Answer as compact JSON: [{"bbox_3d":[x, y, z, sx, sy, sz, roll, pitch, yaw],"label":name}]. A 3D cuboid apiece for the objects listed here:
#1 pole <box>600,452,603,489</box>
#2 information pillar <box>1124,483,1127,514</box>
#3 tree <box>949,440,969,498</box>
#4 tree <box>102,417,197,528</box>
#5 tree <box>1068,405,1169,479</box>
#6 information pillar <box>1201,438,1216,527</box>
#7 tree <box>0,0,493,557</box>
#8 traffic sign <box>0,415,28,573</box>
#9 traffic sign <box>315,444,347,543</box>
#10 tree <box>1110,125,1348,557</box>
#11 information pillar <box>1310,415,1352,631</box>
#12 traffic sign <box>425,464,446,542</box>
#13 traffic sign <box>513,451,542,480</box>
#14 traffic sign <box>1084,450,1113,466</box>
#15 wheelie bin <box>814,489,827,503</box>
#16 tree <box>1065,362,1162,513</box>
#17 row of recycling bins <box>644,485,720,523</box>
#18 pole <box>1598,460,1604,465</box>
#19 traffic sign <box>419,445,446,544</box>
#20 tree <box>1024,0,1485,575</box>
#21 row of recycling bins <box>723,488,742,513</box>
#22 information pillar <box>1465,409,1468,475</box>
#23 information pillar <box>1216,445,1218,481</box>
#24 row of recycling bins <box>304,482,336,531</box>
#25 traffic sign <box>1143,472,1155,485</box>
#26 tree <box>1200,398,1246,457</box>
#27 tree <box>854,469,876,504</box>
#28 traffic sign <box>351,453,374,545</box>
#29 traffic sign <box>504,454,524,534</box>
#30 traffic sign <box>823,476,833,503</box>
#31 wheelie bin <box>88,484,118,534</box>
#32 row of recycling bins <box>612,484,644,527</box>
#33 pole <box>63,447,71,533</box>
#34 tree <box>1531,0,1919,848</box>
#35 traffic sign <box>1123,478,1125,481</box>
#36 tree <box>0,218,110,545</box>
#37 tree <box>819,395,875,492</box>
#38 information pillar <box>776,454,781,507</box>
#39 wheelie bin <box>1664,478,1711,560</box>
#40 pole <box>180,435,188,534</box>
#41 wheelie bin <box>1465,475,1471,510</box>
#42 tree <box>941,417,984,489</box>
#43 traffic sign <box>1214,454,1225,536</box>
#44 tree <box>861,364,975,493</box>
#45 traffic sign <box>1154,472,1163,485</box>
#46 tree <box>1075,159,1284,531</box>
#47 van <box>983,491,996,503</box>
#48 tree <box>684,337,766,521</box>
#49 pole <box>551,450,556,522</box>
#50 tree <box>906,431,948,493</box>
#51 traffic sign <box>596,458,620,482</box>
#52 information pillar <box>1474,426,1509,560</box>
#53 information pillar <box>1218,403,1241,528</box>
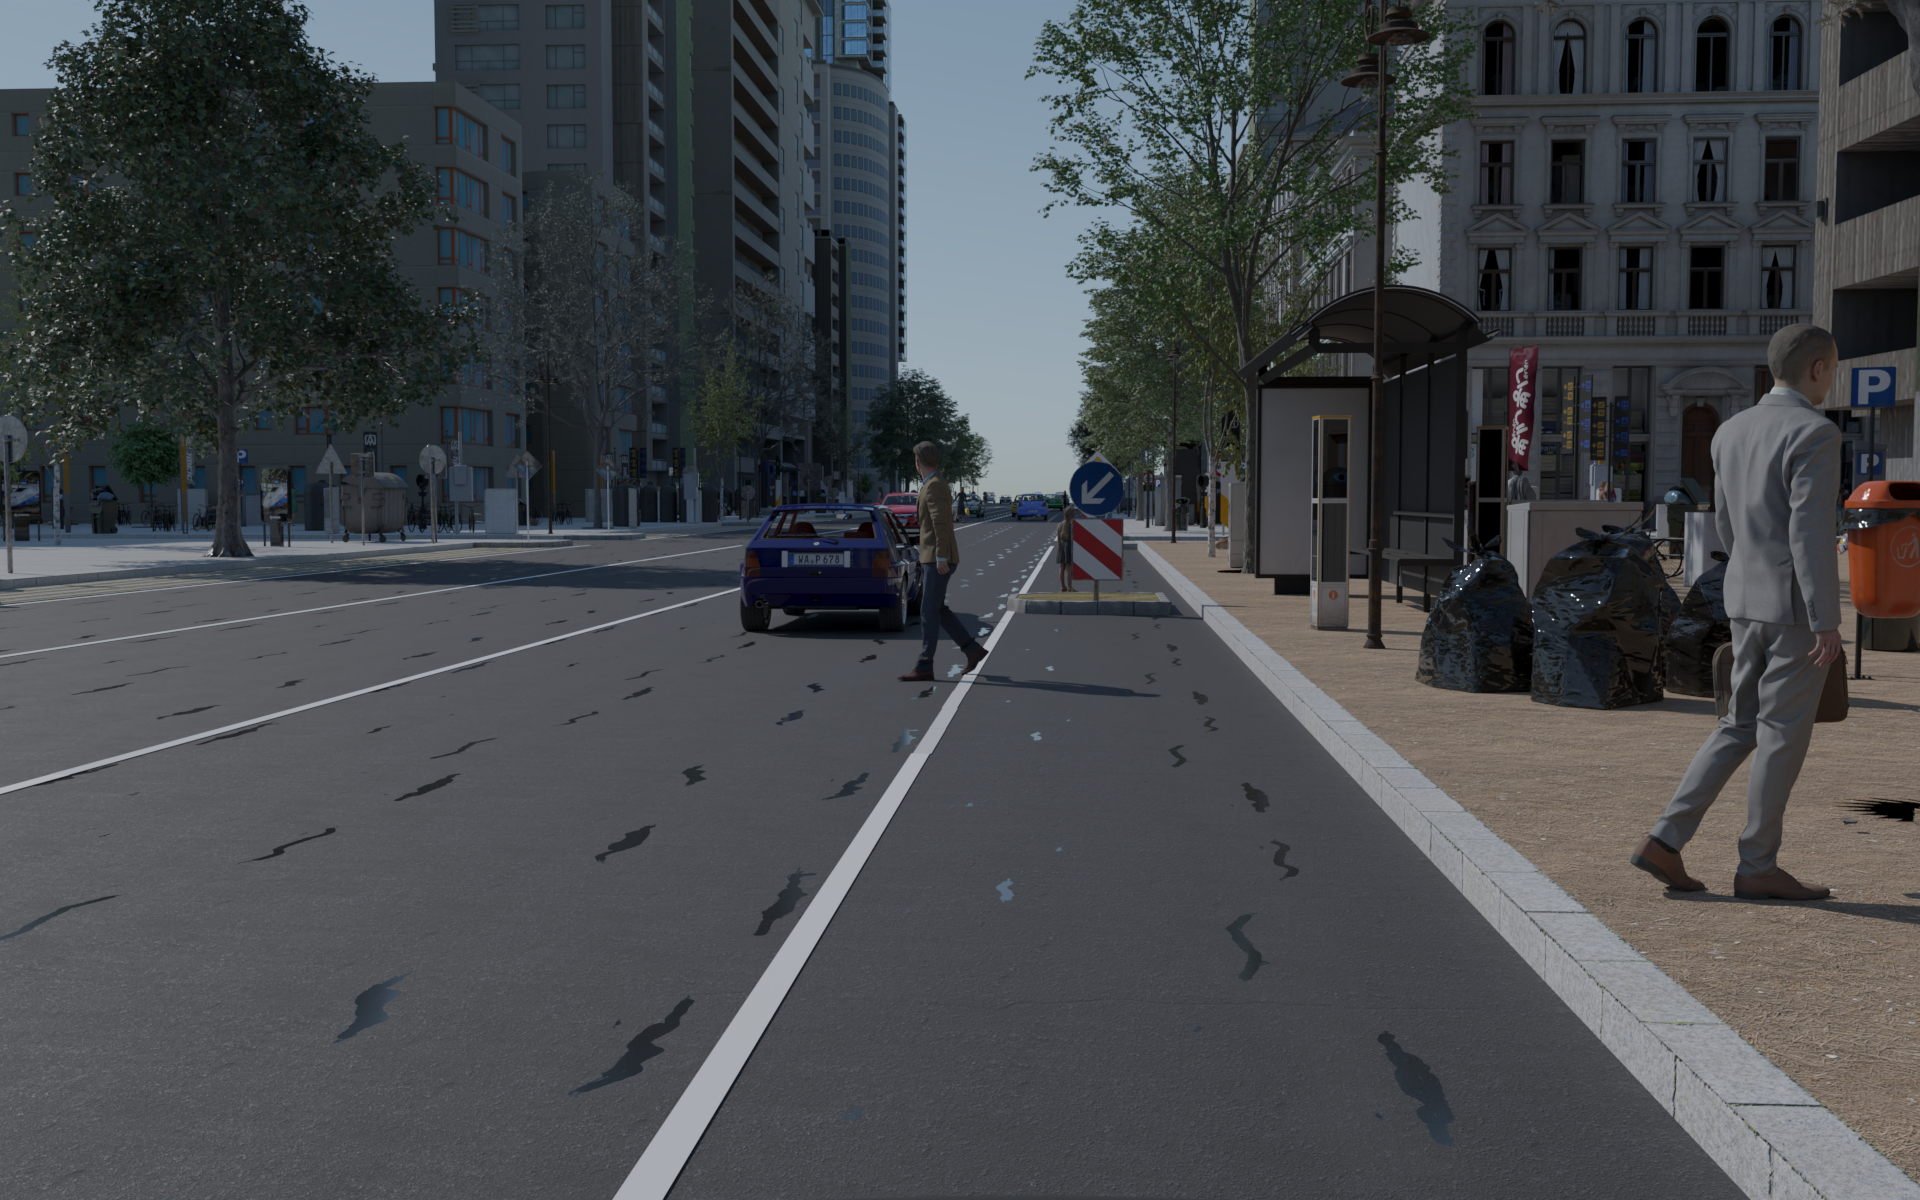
[{"bbox_3d":[-17.592,-5.564,84.819,0.158,3.312,0.155,0,3,0],"label":"pole"},{"bbox_3d":[10.818,-6.598,112.361,0.304,2.012,0.304,-1,4,-11],"label":"information pillar"},{"bbox_3d":[-0.999,-17.818,241.681,4.360,8.622,3.978,0,3,0],"label":"tree"},{"bbox_3d":[-31.171,-5.061,66.460,4.285,4.588,4.351,0,3,0],"label":"tree"},{"bbox_3d":[14.915,-14.975,161.853,9.611,12.733,9.660,0,3,0],"label":"tree"},{"bbox_3d":[9.781,-4.696,68.133,0.183,3.616,0.504,2,4,32],"label":"information pillar"},{"bbox_3d":[-14.979,-7.236,35.323,9.611,12.733,9.660,0,3,0],"label":"tree"},{"bbox_3d":[-15.382,-1.705,27.977,0.768,2.556,0.104,1,4,13],"label":"traffic sign"},{"bbox_3d":[-16.369,-2.756,45.070,0.884,2.594,0.081,1,4,9],"label":"traffic sign"},{"bbox_3d":[5.351,-5.171,34.910,4.737,8.622,4.395,0,3,0],"label":"tree"},{"bbox_3d":[3.497,-0.725,16.349,0.304,2.012,0.304,0,4,-2],"label":"information pillar"},{"bbox_3d":[-13.882,-2.674,45.845,0.606,2.300,0.079,1,4,11],"label":"traffic sign"},{"bbox_3d":[-11.776,-2.750,47.150,0.795,2.593,0.064,0,4,4],"label":"traffic sign"},{"bbox_3d":[3.677,-2.681,46.017,0.795,2.593,0.064,0,4,4],"label":"traffic sign"},{"bbox_3d":[-9.286,-6.572,115.363,0.980,1.594,0.693,2,4,26],"label":"wheelie bin"},{"bbox_3d":[10.623,-11.189,117.355,7.601,10.594,8.767,0,4,-5],"label":"tree"},{"bbox_3d":[-12.728,-4.363,78.444,3.534,1.692,1.069,0,4,0],"label":"row of recycling bins"},{"bbox_3d":[21.323,-3.902,57.637,0.158,3.312,0.155,0,3,0],"label":"pole"},{"bbox_3d":[-13.670,-2.737,44.852,0.768,2.556,0.104,1,4,13],"label":"traffic sign"},{"bbox_3d":[4.632,-6.240,27.777,9.928,11.665,9.643,0,3,0],"label":"tree"},{"bbox_3d":[-16.068,-6.699,116.642,3.534,1.692,1.069,1,4,15],"label":"row of recycling bins"},{"bbox_3d":[11.749,-3.024,40.794,0.183,3.616,0.504,-2,4,-23],"label":"information pillar"},{"bbox_3d":[11.077,-5.132,75.256,0.504,3.616,0.183,2,4,31],"label":"information pillar"},{"bbox_3d":[-22.788,-3.339,61.708,1.069,1.692,3.534,-1,4,-14],"label":"row of recycling bins"},{"bbox_3d":[10.722,-6.016,98.463,0.768,2.556,0.104,1,4,10],"label":"traffic sign"},{"bbox_3d":[16.394,-9.464,105.100,4.360,8.622,3.978,0,3,0],"label":"tree"},{"bbox_3d":[-7.535,-8.637,135.823,1.663,3.219,1.824,0,3,0],"label":"tree"},{"bbox_3d":[-14.906,-2.514,43.228,0.606,2.300,0.079,0,4,7],"label":"traffic sign"},{"bbox_3d":[-14.319,-3.425,55.996,0.884,2.594,0.081,1,4,9],"label":"traffic sign"},{"bbox_3d":[-9.105,-7.319,119.769,0.768,2.556,0.104,1,4,11],"label":"traffic sign"},{"bbox_3d":[-27.663,-2.937,55.926,0.980,1.594,0.693,2,4,24],"label":"wheelie bin"},{"bbox_3d":[-13.446,-3.810,69.409,1.069,1.692,3.534,-1,4,-14],"label":"row of recycling bins"},{"bbox_3d":[-29.649,-3.893,57.486,0.158,3.312,0.155,0,3,0],"label":"pole"},{"bbox_3d":[3.879,-5.875,6.429,12.009,13.543,11.850,0,3,0],"label":"tree"},{"bbox_3d":[10.091,-6.701,109.298,0.795,2.593,0.064,0,4,7],"label":"traffic sign"},{"bbox_3d":[-22.895,-5.714,43.792,4.737,8.622,4.395,0,3,0],"label":"tree"},{"bbox_3d":[-8.465,-10.768,126.423,4.360,8.622,3.978,0,3,0],"label":"tree"},{"bbox_3d":[-10.665,-6.736,101.483,0.183,3.616,0.504,1,4,20],"label":"information pillar"},{"bbox_3d":[14.268,-1.599,34.045,0.693,1.594,0.980,3,5,45],"label":"wheelie bin"},{"bbox_3d":[-25.011,-3.791,55.830,0.158,3.312,0.155,0,3,0],"label":"pole"},{"bbox_3d":[8.476,-1.299,29.149,0.693,1.594,0.980,2,4,33],"label":"wheelie bin"},{"bbox_3d":[-0.254,-20.510,253.471,7.486,12.596,7.792,0,3,0],"label":"tree"},{"bbox_3d":[8.155,-3.269,53.552,0.768,2.556,0.104,1,4,12],"label":"traffic sign"},{"bbox_3d":[-5.183,-16.210,171.683,9.857,13.997,8.962,0,3,0],"label":"tree"},{"bbox_3d":[11.648,-6.131,100.251,0.884,2.594,0.081,0,4,8],"label":"traffic sign"},{"bbox_3d":[7.647,-8.639,59.381,7.486,12.596,7.792,0,3,0],"label":"tree"},{"bbox_3d":[4.699,-16.227,272.329,2.013,2.044,4.112,0,4,4],"label":"van"},{"bbox_3d":[-11.309,-8.066,82.233,4.737,8.622,4.395,0,3,0],"label":"tree"},{"bbox_3d":[-18.966,-5.312,80.690,0.158,3.312,0.155,0,3,0],"label":"pole"},{"bbox_3d":[-4.410,-14.607,189.185,4.360,8.622,3.978,0,3,0],"label":"tree"},{"bbox_3d":[-11.200,-3.237,55.114,0.795,2.593,0.064,0,4,4],"label":"traffic sign"},{"bbox_3d":[5.776,-0.877,18.837,0.304,2.012,0.304,2,4,24],"label":"information pillar"},{"bbox_3d":[6.923,-3.234,44.227,0.504,3.616,0.183,1,4,14],"label":"information pillar"}]
